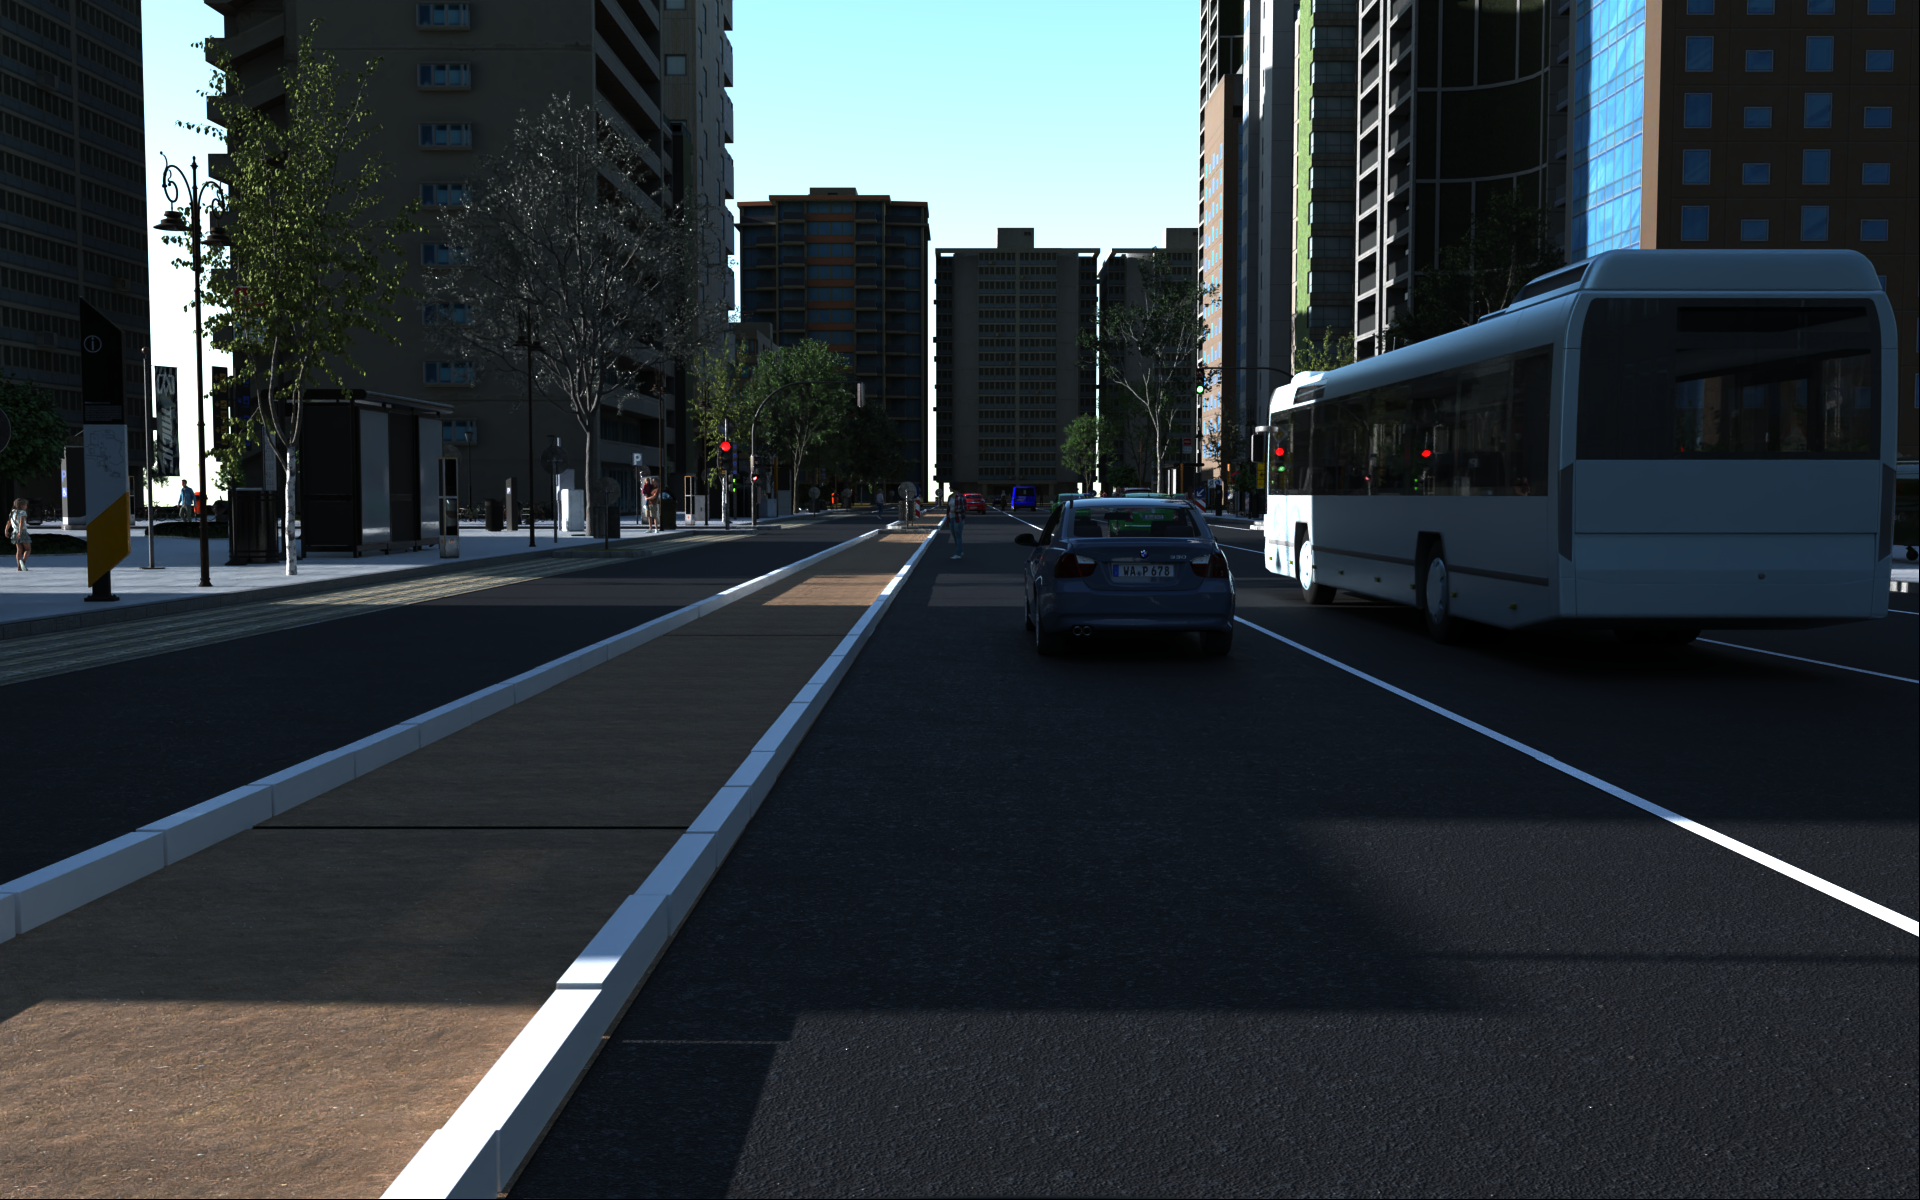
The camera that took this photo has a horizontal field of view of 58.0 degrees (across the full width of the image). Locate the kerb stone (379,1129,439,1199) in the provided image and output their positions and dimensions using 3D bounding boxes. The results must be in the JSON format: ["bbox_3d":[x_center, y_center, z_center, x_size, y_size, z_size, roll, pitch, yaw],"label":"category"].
[{"bbox_3d":[-0.997,1.174,3.001,0.120,0.150,1.000,0,3,0],"label":"kerb stone"}]

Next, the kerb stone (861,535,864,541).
[{"bbox_3d":[-3.000,-1.773,51.185,0.120,0.150,1.000,0,3,0],"label":"kerb stone"}]

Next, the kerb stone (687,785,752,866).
[{"bbox_3d":[-0.983,0.925,7.098,0.120,0.150,1.000,0,3,0],"label":"kerb stone"}]

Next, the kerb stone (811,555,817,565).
[{"bbox_3d":[-3.031,-0.764,34.798,0.120,0.150,1.000,0,3,0],"label":"kerb stone"}]

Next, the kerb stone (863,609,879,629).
[{"bbox_3d":[-0.968,0.234,18.378,0.120,0.150,1.000,0,3,0],"label":"kerb stone"}]

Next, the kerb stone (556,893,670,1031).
[{"bbox_3d":[-0.998,1.049,5.045,0.120,0.150,1.000,0,3,0],"label":"kerb stone"}]

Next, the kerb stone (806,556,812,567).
[{"bbox_3d":[-3.032,-0.708,33.767,0.120,0.150,1.000,0,3,0],"label":"kerb stone"}]

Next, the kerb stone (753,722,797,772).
[{"bbox_3d":[-0.984,0.798,9.150,0.120,0.150,1.000,0,3,0],"label":"kerb stone"}]

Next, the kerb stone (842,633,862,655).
[{"bbox_3d":[-0.975,0.428,15.301,0.120,0.150,1.000,0,3,0],"label":"kerb stone"}]

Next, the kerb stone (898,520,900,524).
[{"bbox_3d":[-2.950,-3.497,79.422,0.120,0.150,1.000,0,3,0],"label":"kerb stone"}]

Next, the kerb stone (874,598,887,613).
[{"bbox_3d":[-0.967,0.114,20.423,0.120,0.150,1.000,0,3,0],"label":"kerb stone"}]

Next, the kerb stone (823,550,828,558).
[{"bbox_3d":[-3.032,-0.958,37.865,0.120,0.150,1.000,0,3,0],"label":"kerb stone"}]

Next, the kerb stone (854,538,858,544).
[{"bbox_3d":[-3.008,-1.582,48.118,0.120,0.150,1.000,0,3,0],"label":"kerb stone"}]

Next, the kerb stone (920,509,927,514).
[{"bbox_3d":[-2.848,-6.890,134.846,0.120,0.150,1.000,0,3,0],"label":"kerb stone"}]

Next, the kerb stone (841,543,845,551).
[{"bbox_3d":[-3.012,-1.272,42.997,0.120,0.150,1.000,0,3,0],"label":"kerb stone"}]

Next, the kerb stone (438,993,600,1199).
[{"bbox_3d":[-0.995,1.122,4.024,0.120,0.150,1.000,0,3,0],"label":"kerb stone"}]

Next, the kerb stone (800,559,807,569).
[{"bbox_3d":[-3.037,-0.645,32.733,0.120,0.150,1.000,0,3,0],"label":"kerb stone"}]

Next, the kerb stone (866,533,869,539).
[{"bbox_3d":[-3.003,-1.957,54.251,0.120,0.150,1.000,0,3,0],"label":"kerb stone"}]

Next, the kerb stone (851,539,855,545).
[{"bbox_3d":[-3.012,-1.523,47.096,0.120,0.150,1.000,0,3,0],"label":"kerb stone"}]

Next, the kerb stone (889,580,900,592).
[{"bbox_3d":[-0.958,-0.143,24.528,0.120,0.150,1.000,0,3,0],"label":"kerb stone"}]

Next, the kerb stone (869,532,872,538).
[{"bbox_3d":[-2.990,-2.024,55.281,0.120,0.150,1.000,0,3,0],"label":"kerb stone"}]

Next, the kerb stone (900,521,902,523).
[{"bbox_3d":[-2.945,-3.623,81.478,0.120,0.150,1.000,0,3,0],"label":"kerb stone"}]

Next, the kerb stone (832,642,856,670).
[{"bbox_3d":[-0.970,0.484,14.279,0.120,0.150,1.000,0,3,0],"label":"kerb stone"}]

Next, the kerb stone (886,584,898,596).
[{"bbox_3d":[-0.960,-0.079,23.500,0.120,0.150,1.000,0,3,0],"label":"kerb stone"}]

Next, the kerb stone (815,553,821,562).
[{"bbox_3d":[-3.032,-0.828,35.819,0.120,0.150,1.000,0,3,0],"label":"kerb stone"}]

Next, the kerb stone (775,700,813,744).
[{"bbox_3d":[-0.985,0.740,10.175,0.120,0.150,1.000,0,3,0],"label":"kerb stone"}]

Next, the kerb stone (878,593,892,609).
[{"bbox_3d":[-0.959,0.046,21.444,0.120,0.150,1.000,0,3,0],"label":"kerb stone"}]

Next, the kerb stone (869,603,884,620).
[{"bbox_3d":[-0.967,0.173,19.401,0.120,0.150,1.000,0,3,0],"label":"kerb stone"}]

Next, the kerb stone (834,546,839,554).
[{"bbox_3d":[-3.023,-1.147,40.946,0.120,0.150,1.000,0,3,0],"label":"kerb stone"}]

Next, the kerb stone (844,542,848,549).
[{"bbox_3d":[-3.015,-1.335,44.027,0.120,0.150,1.000,0,3,0],"label":"kerb stone"}]

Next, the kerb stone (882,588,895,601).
[{"bbox_3d":[-0.960,-0.015,22.478,0.120,0.150,1.000,0,3,0],"label":"kerb stone"}]

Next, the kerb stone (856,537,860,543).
[{"bbox_3d":[-3.010,-1.646,49.140,0.120,0.150,1.000,0,3,0],"label":"kerb stone"}]

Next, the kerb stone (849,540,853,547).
[{"bbox_3d":[-3.010,-1.459,46.074,0.120,0.150,1.000,0,3,0],"label":"kerb stone"}]

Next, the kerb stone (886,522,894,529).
[{"bbox_3d":[-2.968,-3.123,73.274,0.120,0.150,1.000,0,3,0],"label":"kerb stone"}]

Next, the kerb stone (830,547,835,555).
[{"bbox_3d":[-3.026,-1.083,39.919,0.120,0.150,1.000,0,3,0],"label":"kerb stone"}]

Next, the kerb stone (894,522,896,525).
[{"bbox_3d":[-2.954,-3.187,74.297,0.120,0.150,1.000,0,3,0],"label":"kerb stone"}]

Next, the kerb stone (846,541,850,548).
[{"bbox_3d":[-3.018,-1.398,45.049,0.120,0.150,1.000,0,3,0],"label":"kerb stone"}]

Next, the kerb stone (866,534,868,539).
[{"bbox_3d":[-2.997,-1.895,53.229,0.120,0.150,1.000,0,3,0],"label":"kerb stone"}]

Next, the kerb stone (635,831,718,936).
[{"bbox_3d":[-0.989,0.992,6.073,0.120,0.150,1.000,0,3,0],"label":"kerb stone"}]

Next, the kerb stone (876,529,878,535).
[{"bbox_3d":[-2.987,-2.274,59.375,0.120,0.150,1.000,0,3,0],"label":"kerb stone"}]

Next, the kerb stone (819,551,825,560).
[{"bbox_3d":[-3.035,-0.893,36.843,0.120,0.150,1.000,0,3,0],"label":"kerb stone"}]

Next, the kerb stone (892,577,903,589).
[{"bbox_3d":[-0.957,-0.205,25.550,0.120,0.150,1.000,0,3,0],"label":"kerb stone"}]

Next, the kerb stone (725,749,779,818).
[{"bbox_3d":[-0.977,0.861,8.124,0.120,0.150,1.000,0,3,0],"label":"kerb stone"}]

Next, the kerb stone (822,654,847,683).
[{"bbox_3d":[-0.975,0.550,13.257,0.120,0.150,1.000,0,3,0],"label":"kerb stone"}]

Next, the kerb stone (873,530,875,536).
[{"bbox_3d":[-2.988,-2.149,57.331,0.120,0.150,1.000,0,3,0],"label":"kerb stone"}]

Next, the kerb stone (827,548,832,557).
[{"bbox_3d":[-3.032,-1.019,38.894,0.120,0.150,1.000,0,3,0],"label":"kerb stone"}]

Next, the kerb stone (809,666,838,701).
[{"bbox_3d":[-0.976,0.610,12.228,0.120,0.150,1.000,0,3,0],"label":"kerb stone"}]

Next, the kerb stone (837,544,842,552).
[{"bbox_3d":[-3.021,-1.210,41.974,0.120,0.150,1.000,0,3,0],"label":"kerb stone"}]

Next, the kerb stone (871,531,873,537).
[{"bbox_3d":[-2.996,-2.085,56.308,0.120,0.150,1.000,0,3,0],"label":"kerb stone"}]

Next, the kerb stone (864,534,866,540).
[{"bbox_3d":[-2.995,-1.832,52.207,0.120,0.150,1.000,0,3,0],"label":"kerb stone"}]

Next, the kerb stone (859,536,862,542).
[{"bbox_3d":[-3.006,-1.710,50.162,0.120,0.150,1.000,0,3,0],"label":"kerb stone"}]

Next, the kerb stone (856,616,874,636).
[{"bbox_3d":[-0.969,0.296,17.355,0.120,0.150,1.000,0,3,0],"label":"kerb stone"}]

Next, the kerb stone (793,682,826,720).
[{"bbox_3d":[-0.981,0.674,11.200,0.120,0.150,1.000,0,3,0],"label":"kerb stone"}]

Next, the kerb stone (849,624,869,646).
[{"bbox_3d":[-0.971,0.359,16.327,0.120,0.150,1.000,0,3,0],"label":"kerb stone"}]
